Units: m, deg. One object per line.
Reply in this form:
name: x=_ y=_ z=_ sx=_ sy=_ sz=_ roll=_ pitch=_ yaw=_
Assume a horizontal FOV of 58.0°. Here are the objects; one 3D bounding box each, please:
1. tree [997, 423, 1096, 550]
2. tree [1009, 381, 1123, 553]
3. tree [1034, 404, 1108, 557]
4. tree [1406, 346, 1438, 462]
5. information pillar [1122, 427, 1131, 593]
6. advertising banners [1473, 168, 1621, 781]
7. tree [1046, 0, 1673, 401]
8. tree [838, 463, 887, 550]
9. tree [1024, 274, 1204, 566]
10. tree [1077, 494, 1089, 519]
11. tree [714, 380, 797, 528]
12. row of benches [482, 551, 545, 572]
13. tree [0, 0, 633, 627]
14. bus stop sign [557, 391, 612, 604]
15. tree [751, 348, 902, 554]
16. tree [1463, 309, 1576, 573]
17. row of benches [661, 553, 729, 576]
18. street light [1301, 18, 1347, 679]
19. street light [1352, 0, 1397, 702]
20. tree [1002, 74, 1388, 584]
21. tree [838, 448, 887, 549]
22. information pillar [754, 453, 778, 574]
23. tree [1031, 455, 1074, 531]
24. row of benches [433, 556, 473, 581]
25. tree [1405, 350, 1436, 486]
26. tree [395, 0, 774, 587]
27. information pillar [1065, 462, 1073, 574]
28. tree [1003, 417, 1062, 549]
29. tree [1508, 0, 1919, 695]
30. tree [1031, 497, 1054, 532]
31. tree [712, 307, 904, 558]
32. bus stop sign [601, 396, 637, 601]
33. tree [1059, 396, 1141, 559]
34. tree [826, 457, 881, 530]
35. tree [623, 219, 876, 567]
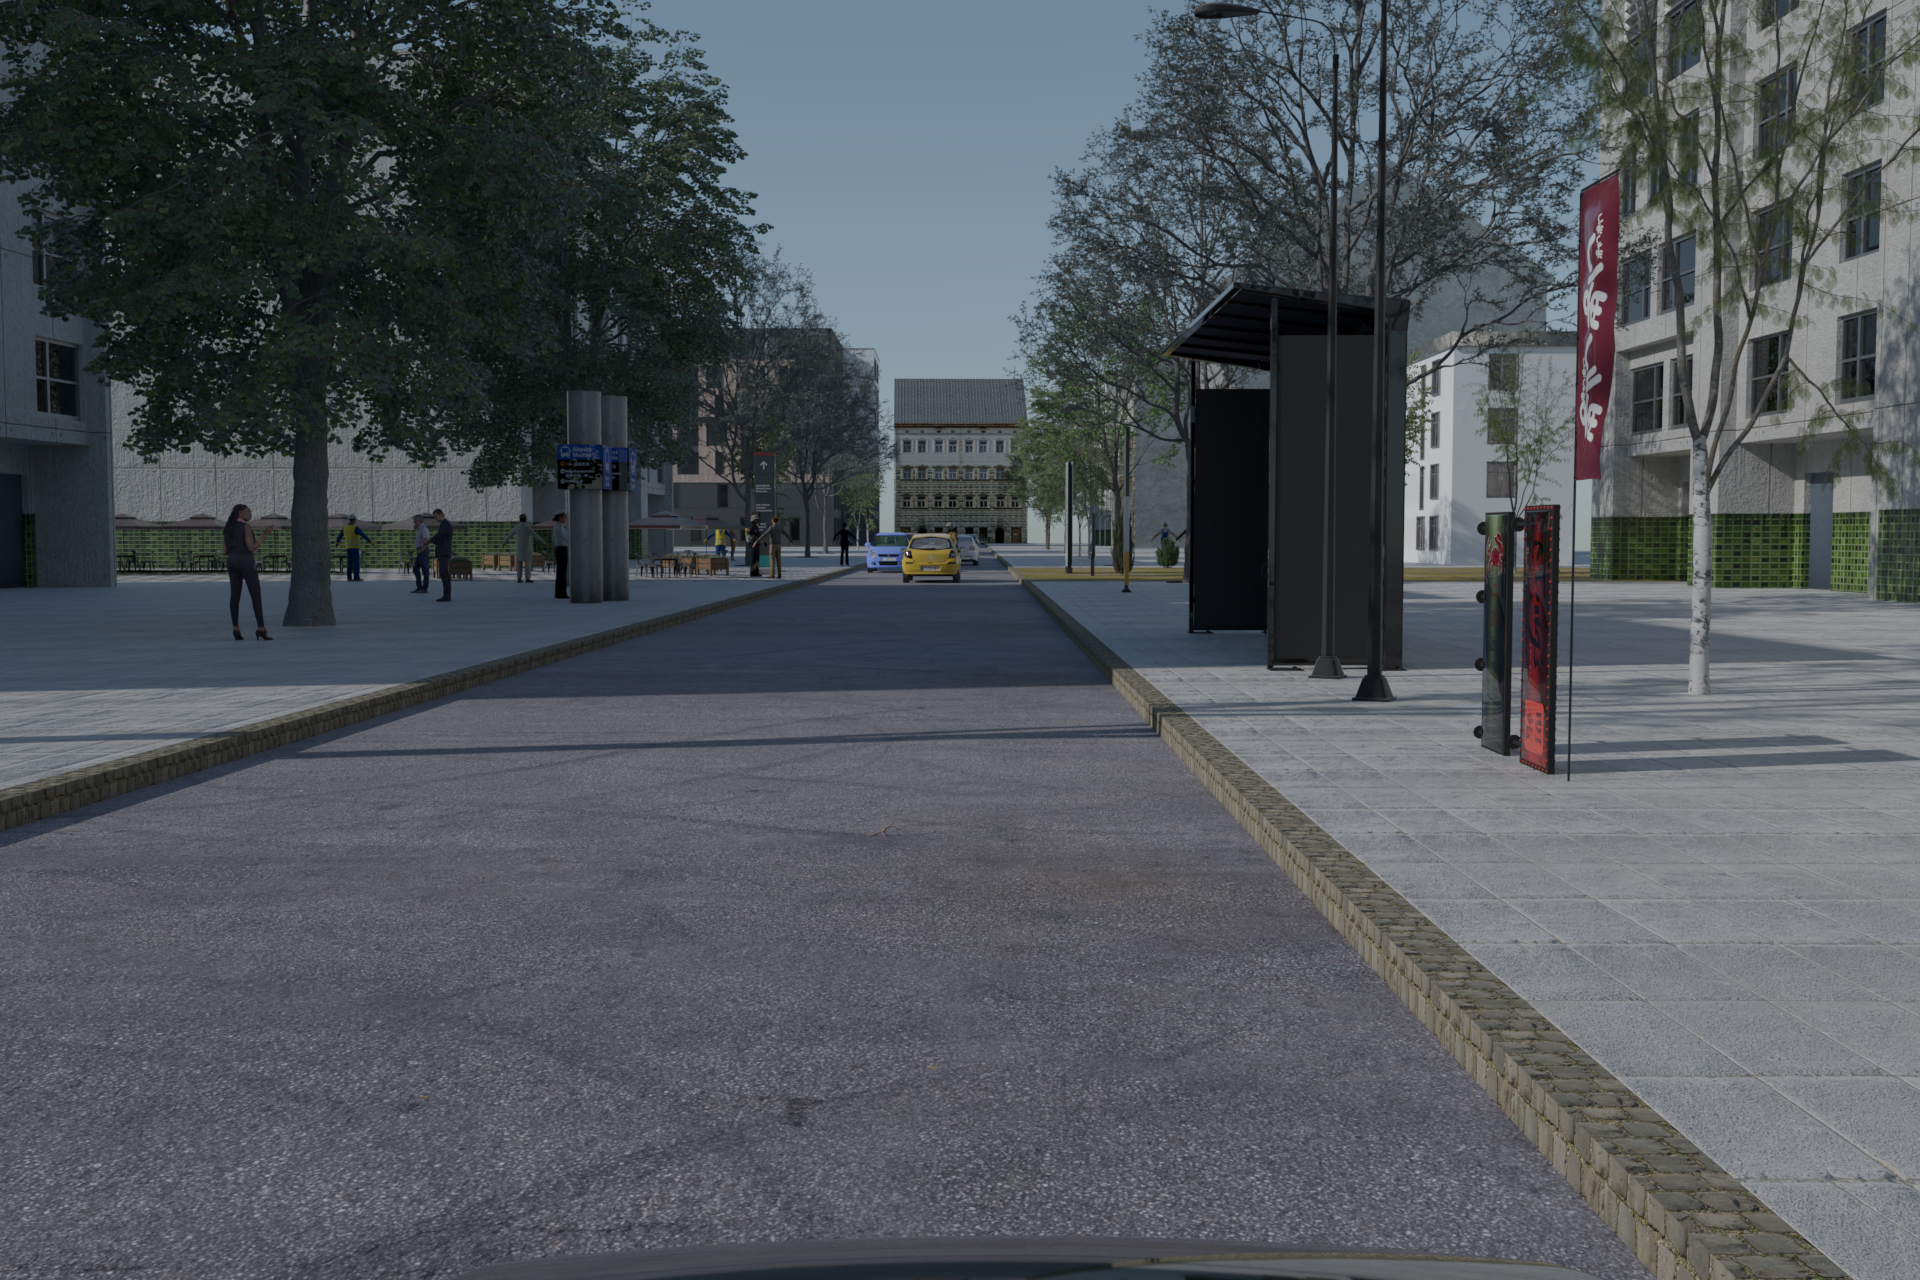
tree: x=7.130 y=-12.576 z=140.035 sx=8.767 sy=10.594 sz=7.601 roll=0 pitch=4 yaw=1
tree: x=7.086 y=-12.009 z=114.467 sx=7.486 sy=12.596 sz=7.792 roll=0 pitch=3 yaw=0
tree: x=6.878 y=-8.925 z=96.285 sx=4.360 sy=8.622 sz=3.978 roll=0 pitch=3 yaw=0
tree: x=12.794 y=-6.409 z=55.142 sx=4.737 sy=8.622 sz=4.395 roll=0 pitch=3 yaw=0
information pillar: x=3.659 y=-2.856 z=38.055 sx=0.183 sy=3.616 sz=0.504 roll=0 pitch=3 yaw=0
advertising banners: x=3.155 y=-0.808 z=9.406 sx=0.090 sy=3.025 sz=2.074 roll=0 pitch=4 yaw=0
tree: x=6.602 y=-7.281 z=29.406 sx=12.009 sy=13.543 sz=11.850 roll=0 pitch=3 yaw=0
tree: x=-8.247 y=-11.444 z=137.479 sx=4.360 sy=8.622 sz=3.978 roll=0 pitch=3 yaw=0
tree: x=6.277 y=-8.798 z=69.599 sx=9.928 sy=11.665 sz=9.643 roll=0 pitch=3 yaw=0
tree: x=19.067 y=-18.519 z=237.196 sx=7.601 sy=10.594 sz=8.767 roll=1 pitch=4 yaw=10
tree: x=-9.021 y=-7.815 z=78.130 sx=4.737 sy=8.622 sz=4.395 roll=0 pitch=3 yaw=0
row of benches: x=-15.513 y=-2.736 z=60.203 sx=1.422 sy=0.672 sz=4.104 roll=-3 pitch=4 yaw=-37
tree: x=-9.201 y=-7.179 z=24.037 sx=9.857 sy=13.997 sz=8.962 roll=0 pitch=3 yaw=0
bus stop sign: x=-6.948 y=-2.636 z=32.107 sx=0.837 sy=3.901 sz=0.837 roll=0 pitch=4 yaw=0
tree: x=-8.862 y=-12.345 z=112.212 sx=12.009 sy=13.543 sz=11.850 roll=0 pitch=3 yaw=0
tree: x=18.222 y=-6.530 z=57.131 sx=4.360 sy=8.622 sz=3.978 roll=0 pitch=3 yaw=0
row of benches: x=-8.489 y=-2.422 z=55.059 sx=1.422 sy=0.672 sz=4.104 roll=-2 pitch=4 yaw=-32
street light: x=3.825 y=-2.613 z=15.269 sx=1.470 sy=5.913 sz=1.316 roll=0 pitch=4 yaw=1
street light: x=3.742 y=-2.486 z=13.192 sx=1.470 sy=5.913 sz=1.316 roll=0 pitch=4 yaw=0
tree: x=6.121 y=-8.236 z=45.030 sx=12.009 sy=13.543 sz=11.850 roll=0 pitch=3 yaw=0
tree: x=-7.898 y=-11.895 z=144.839 sx=4.737 sy=8.622 sz=4.395 roll=0 pitch=3 yaw=0
information pillar: x=-6.217 y=-4.033 z=55.323 sx=0.750 sy=3.857 sz=0.750 roll=0 pitch=4 yaw=0
tree: x=7.655 y=-10.521 z=122.384 sx=4.360 sy=8.622 sz=3.978 roll=0 pitch=3 yaw=0
row of benches: x=-14.410 y=-2.060 z=49.137 sx=1.422 sy=0.672 sz=4.104 roll=-1 pitch=4 yaw=-23
tree: x=16.254 y=-7.076 z=66.063 sx=4.737 sy=8.622 sz=4.395 roll=0 pitch=3 yaw=0
tree: x=-9.431 y=-8.271 z=41.889 sx=9.857 sy=13.997 sz=8.962 roll=0 pitch=3 yaw=0
information pillar: x=3.577 y=-4.005 z=56.789 sx=0.184 sy=3.620 sz=1.656 roll=0 pitch=4 yaw=1
tree: x=7.630 y=-13.850 z=152.200 sx=9.928 sy=11.665 sz=9.643 roll=0 pitch=3 yaw=0
tree: x=5.919 y=-3.884 z=13.871 sx=4.360 sy=8.622 sz=3.978 roll=0 pitch=3 yaw=0
tree: x=11.883 y=-17.631 z=238.623 sx=4.737 sy=8.622 sz=4.395 roll=0 pitch=3 yaw=0
tree: x=-8.319 y=-11.244 z=94.210 sx=12.009 sy=13.543 sz=11.850 roll=0 pitch=3 yaw=0
bus stop sign: x=-6.688 y=-2.706 z=33.267 sx=0.837 sy=3.901 sz=0.837 roll=0 pitch=3 yaw=0
tree: x=6.499 y=-8.425 z=88.108 sx=4.360 sy=8.622 sz=3.978 roll=0 pitch=3 yaw=0
tree: x=-8.471 y=-10.690 z=125.142 sx=4.360 sy=8.622 sz=3.978 roll=0 pitch=3 yaw=0
tree: x=-8.541 y=-9.675 z=68.560 sx=12.009 sy=13.543 sz=11.850 roll=0 pitch=3 yaw=0
